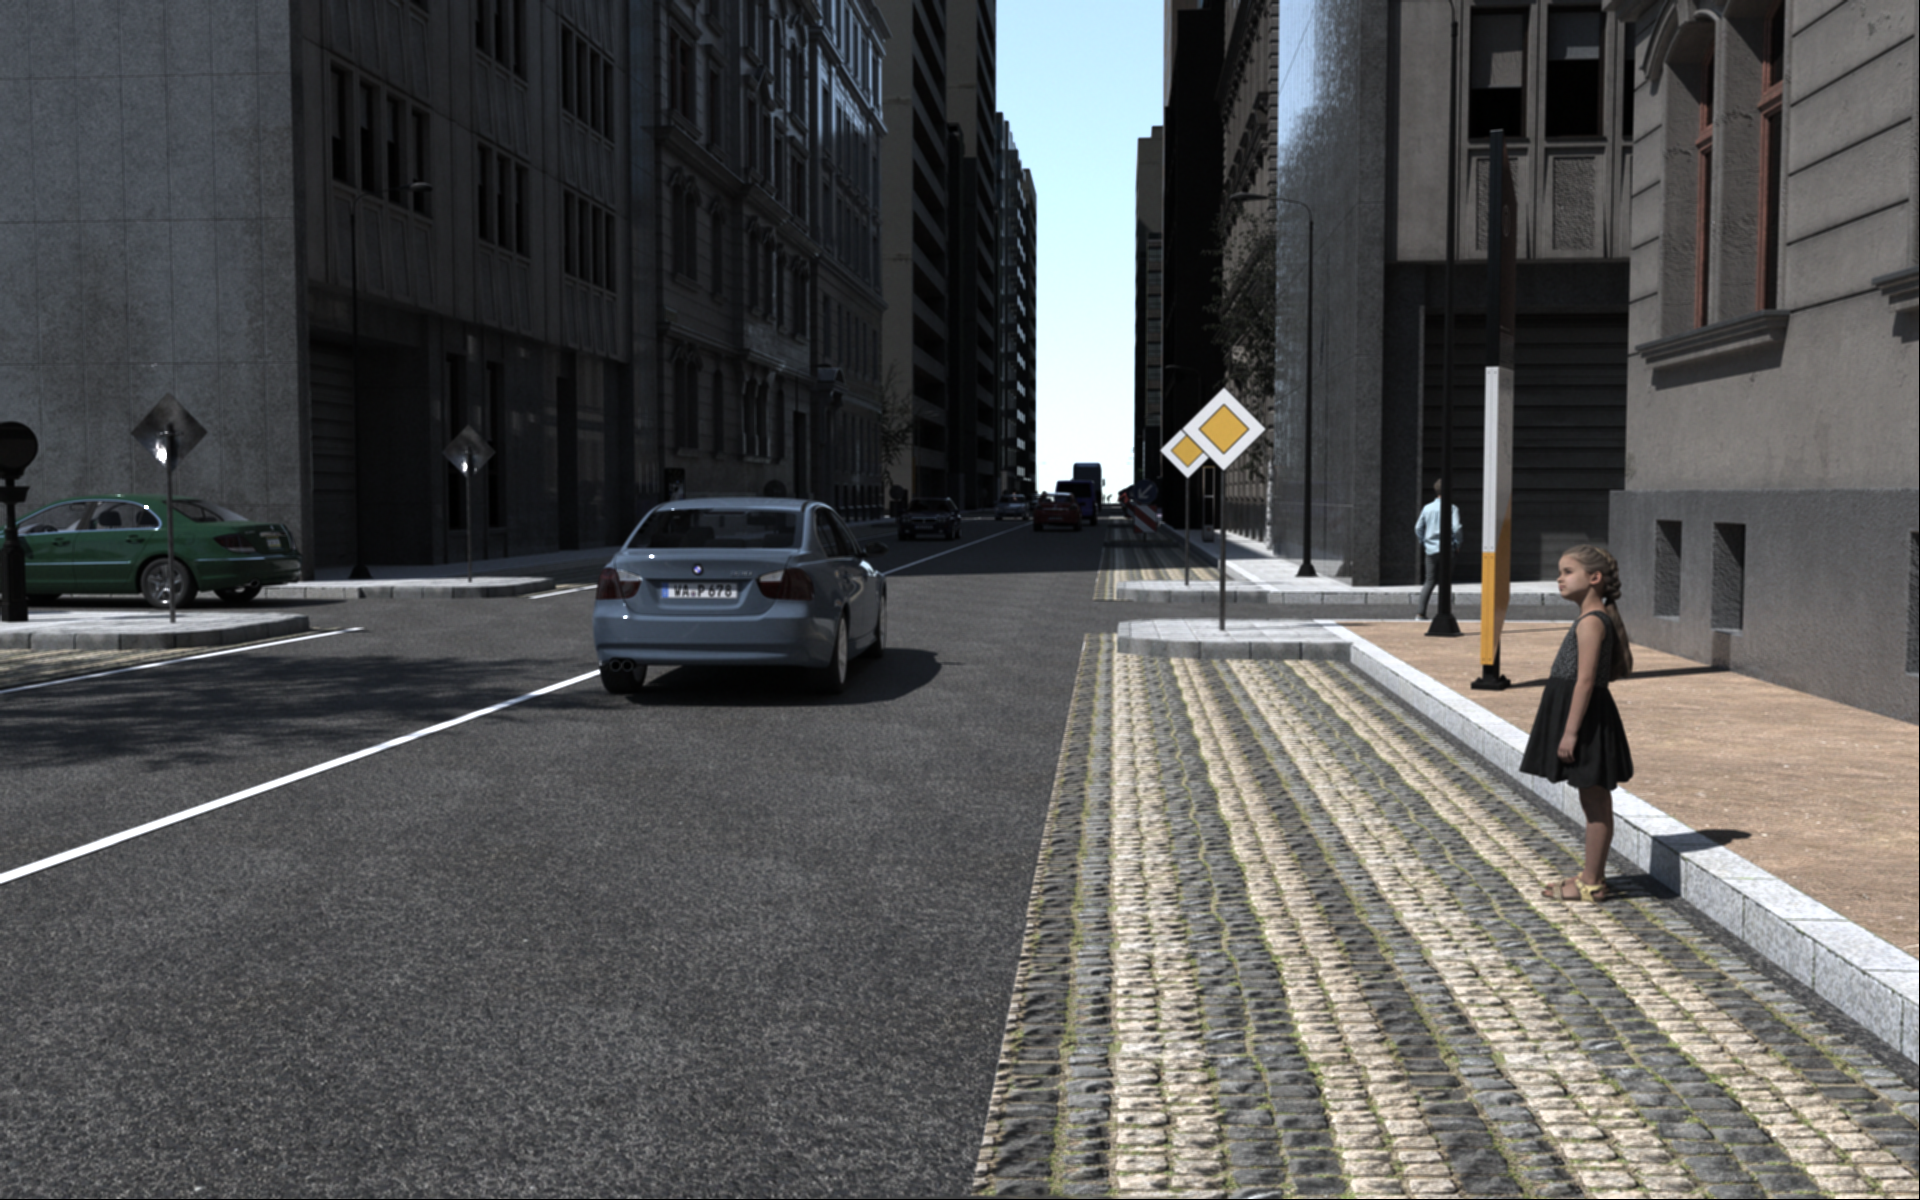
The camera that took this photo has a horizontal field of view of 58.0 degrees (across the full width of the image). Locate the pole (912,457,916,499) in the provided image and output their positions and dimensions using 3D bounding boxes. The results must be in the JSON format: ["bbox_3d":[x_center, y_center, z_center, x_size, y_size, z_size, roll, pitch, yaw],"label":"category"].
[{"bbox_3d":[-2.533,-6.198,95.186,0.158,3.312,0.155,0,3,0],"label":"pole"}]

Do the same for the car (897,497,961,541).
[{"bbox_3d":[-0.943,-2.568,54.570,1.945,1.354,3.894,0,4,5],"label":"car"}]

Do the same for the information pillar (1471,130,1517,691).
[{"bbox_3d":[3.559,-1.228,11.440,0.183,3.616,0.504,2,4,29],"label":"information pillar"}]

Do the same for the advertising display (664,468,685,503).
[{"bbox_3d":[-7.019,-2.289,42.640,0.123,1.923,0.974,1,4,15],"label":"advertising display"}]

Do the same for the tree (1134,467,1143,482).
[{"bbox_3d":[19.874,-12.116,181.811,4.285,4.588,4.351,0,3,0],"label":"tree"}]

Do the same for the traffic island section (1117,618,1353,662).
[{"bbox_3d":[2.490,0.364,16.324,2.009,0.180,2.903,0,4,5],"label":"traffic island section"}]

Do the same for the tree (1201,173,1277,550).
[{"bbox_3d":[7.303,-5.459,39.610,4.360,8.622,3.978,0,3,0],"label":"tree"}]

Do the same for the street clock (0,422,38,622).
[{"bbox_3d":[-9.532,-0.785,17.401,0.358,2.002,0.471,3,5,39],"label":"street clock"}]

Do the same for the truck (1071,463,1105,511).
[{"bbox_3d":[10.319,-9.374,143.027,2.967,4.110,18.799,0,4,6],"label":"truck"}]

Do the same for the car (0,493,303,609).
[{"bbox_3d":[-11.121,-0.657,22.542,4.920,1.459,2.131,0,4,7],"label":"car"}]

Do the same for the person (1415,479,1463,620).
[{"bbox_3d":[5.270,-0.530,18.972,0.330,1.601,0.589,-2,4,-34],"label":"person"}]

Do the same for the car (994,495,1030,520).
[{"bbox_3d":[2.891,-5.106,95.481,2.014,1.417,4.499,0,4,5],"label":"car"}]

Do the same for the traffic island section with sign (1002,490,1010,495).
[{"bbox_3d":[4.096,-8.732,151.400,1.989,1.847,2.006,0,4,5],"label":"traffic island section with sign"}]

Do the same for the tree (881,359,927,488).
[{"bbox_3d":[-4.108,-8.714,92.842,4.360,8.622,3.978,0,3,0],"label":"tree"}]

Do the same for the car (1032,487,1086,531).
[{"bbox_3d":[3.857,-3.609,68.053,2.155,1.783,4.494,0,4,6],"label":"car"}]

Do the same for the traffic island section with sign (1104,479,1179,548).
[{"bbox_3d":[4.901,-2.346,46.987,1.989,1.847,2.006,0,4,5],"label":"traffic island section with sign"}]

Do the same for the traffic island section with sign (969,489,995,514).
[{"bbox_3d":[1.708,-7.090,124.550,1.989,1.847,2.006,0,4,5],"label":"traffic island section with sign"}]

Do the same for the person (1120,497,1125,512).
[{"bbox_3d":[12.524,-7.579,132.373,0.705,1.831,1.348,0,4,-8],"label":"person"}]

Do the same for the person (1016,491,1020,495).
[{"bbox_3d":[5.195,-8.861,154.063,1.217,1.739,0.721,-2,4,-29],"label":"person"}]

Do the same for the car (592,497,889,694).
[{"bbox_3d":[-1.620,-0.106,13.737,2.014,1.417,4.499,0,4,3],"label":"car"}]

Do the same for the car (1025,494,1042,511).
[{"bbox_3d":[5.734,-7.525,132.815,2.009,1.686,4.222,0,4,4],"label":"car"}]

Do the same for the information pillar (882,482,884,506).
[{"bbox_3d":[-4.368,-5.609,96.200,0.304,2.012,0.304,-1,4,-12],"label":"information pillar"}]

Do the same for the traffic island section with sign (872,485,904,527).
[{"bbox_3d":[-2.722,-4.051,74.866,1.989,1.847,2.006,0,4,5],"label":"traffic island section with sign"}]

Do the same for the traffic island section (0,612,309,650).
[{"bbox_3d":[-7.860,0.308,17.248,2.009,0.180,2.903,0,4,5],"label":"traffic island section"}]

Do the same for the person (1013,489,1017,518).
[{"bbox_3d":[3.301,-5.658,101.716,0.721,1.736,1.217,0,4,1],"label":"person"}]

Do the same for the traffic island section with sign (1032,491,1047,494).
[{"bbox_3d":[9.027,-12.111,206.635,1.989,1.847,2.006,0,4,5],"label":"traffic island section with sign"}]

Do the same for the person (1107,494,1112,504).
[{"bbox_3d":[21.850,-14.742,252.720,0.799,1.438,0.628,-1,4,-11],"label":"person"}]

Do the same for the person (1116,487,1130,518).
[{"bbox_3d":[10.046,-5.841,103.936,1.348,1.831,0.705,0,4,-4],"label":"person"}]

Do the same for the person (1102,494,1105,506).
[{"bbox_3d":[17.933,-12.536,216.681,0.599,1.433,0.991,-1,4,-18],"label":"person"}]

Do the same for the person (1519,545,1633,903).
[{"bbox_3d":[2.171,0.433,6.090,0.373,1.253,0.362,2,4,25],"label":"person"}]

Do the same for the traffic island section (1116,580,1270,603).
[{"bbox_3d":[3.200,-0.122,24.277,2.009,0.180,2.903,0,4,5],"label":"traffic island section"}]

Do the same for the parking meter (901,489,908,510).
[{"bbox_3d":[-2.923,-5.052,91.011,0.372,1.533,0.369,0,3,0],"label":"parking meter"}]

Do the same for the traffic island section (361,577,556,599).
[{"bbox_3d":[-7.150,-0.179,25.202,2.009,0.180,2.903,0,4,5],"label":"traffic island section"}]

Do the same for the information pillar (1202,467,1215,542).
[{"bbox_3d":[6.636,-2.556,46.279,0.304,2.012,0.304,0,4,3],"label":"information pillar"}]

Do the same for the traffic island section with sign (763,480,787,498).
[{"bbox_3d":[-5.139,-2.393,47.756,1.989,1.847,2.006,0,4,5],"label":"traffic island section with sign"}]
